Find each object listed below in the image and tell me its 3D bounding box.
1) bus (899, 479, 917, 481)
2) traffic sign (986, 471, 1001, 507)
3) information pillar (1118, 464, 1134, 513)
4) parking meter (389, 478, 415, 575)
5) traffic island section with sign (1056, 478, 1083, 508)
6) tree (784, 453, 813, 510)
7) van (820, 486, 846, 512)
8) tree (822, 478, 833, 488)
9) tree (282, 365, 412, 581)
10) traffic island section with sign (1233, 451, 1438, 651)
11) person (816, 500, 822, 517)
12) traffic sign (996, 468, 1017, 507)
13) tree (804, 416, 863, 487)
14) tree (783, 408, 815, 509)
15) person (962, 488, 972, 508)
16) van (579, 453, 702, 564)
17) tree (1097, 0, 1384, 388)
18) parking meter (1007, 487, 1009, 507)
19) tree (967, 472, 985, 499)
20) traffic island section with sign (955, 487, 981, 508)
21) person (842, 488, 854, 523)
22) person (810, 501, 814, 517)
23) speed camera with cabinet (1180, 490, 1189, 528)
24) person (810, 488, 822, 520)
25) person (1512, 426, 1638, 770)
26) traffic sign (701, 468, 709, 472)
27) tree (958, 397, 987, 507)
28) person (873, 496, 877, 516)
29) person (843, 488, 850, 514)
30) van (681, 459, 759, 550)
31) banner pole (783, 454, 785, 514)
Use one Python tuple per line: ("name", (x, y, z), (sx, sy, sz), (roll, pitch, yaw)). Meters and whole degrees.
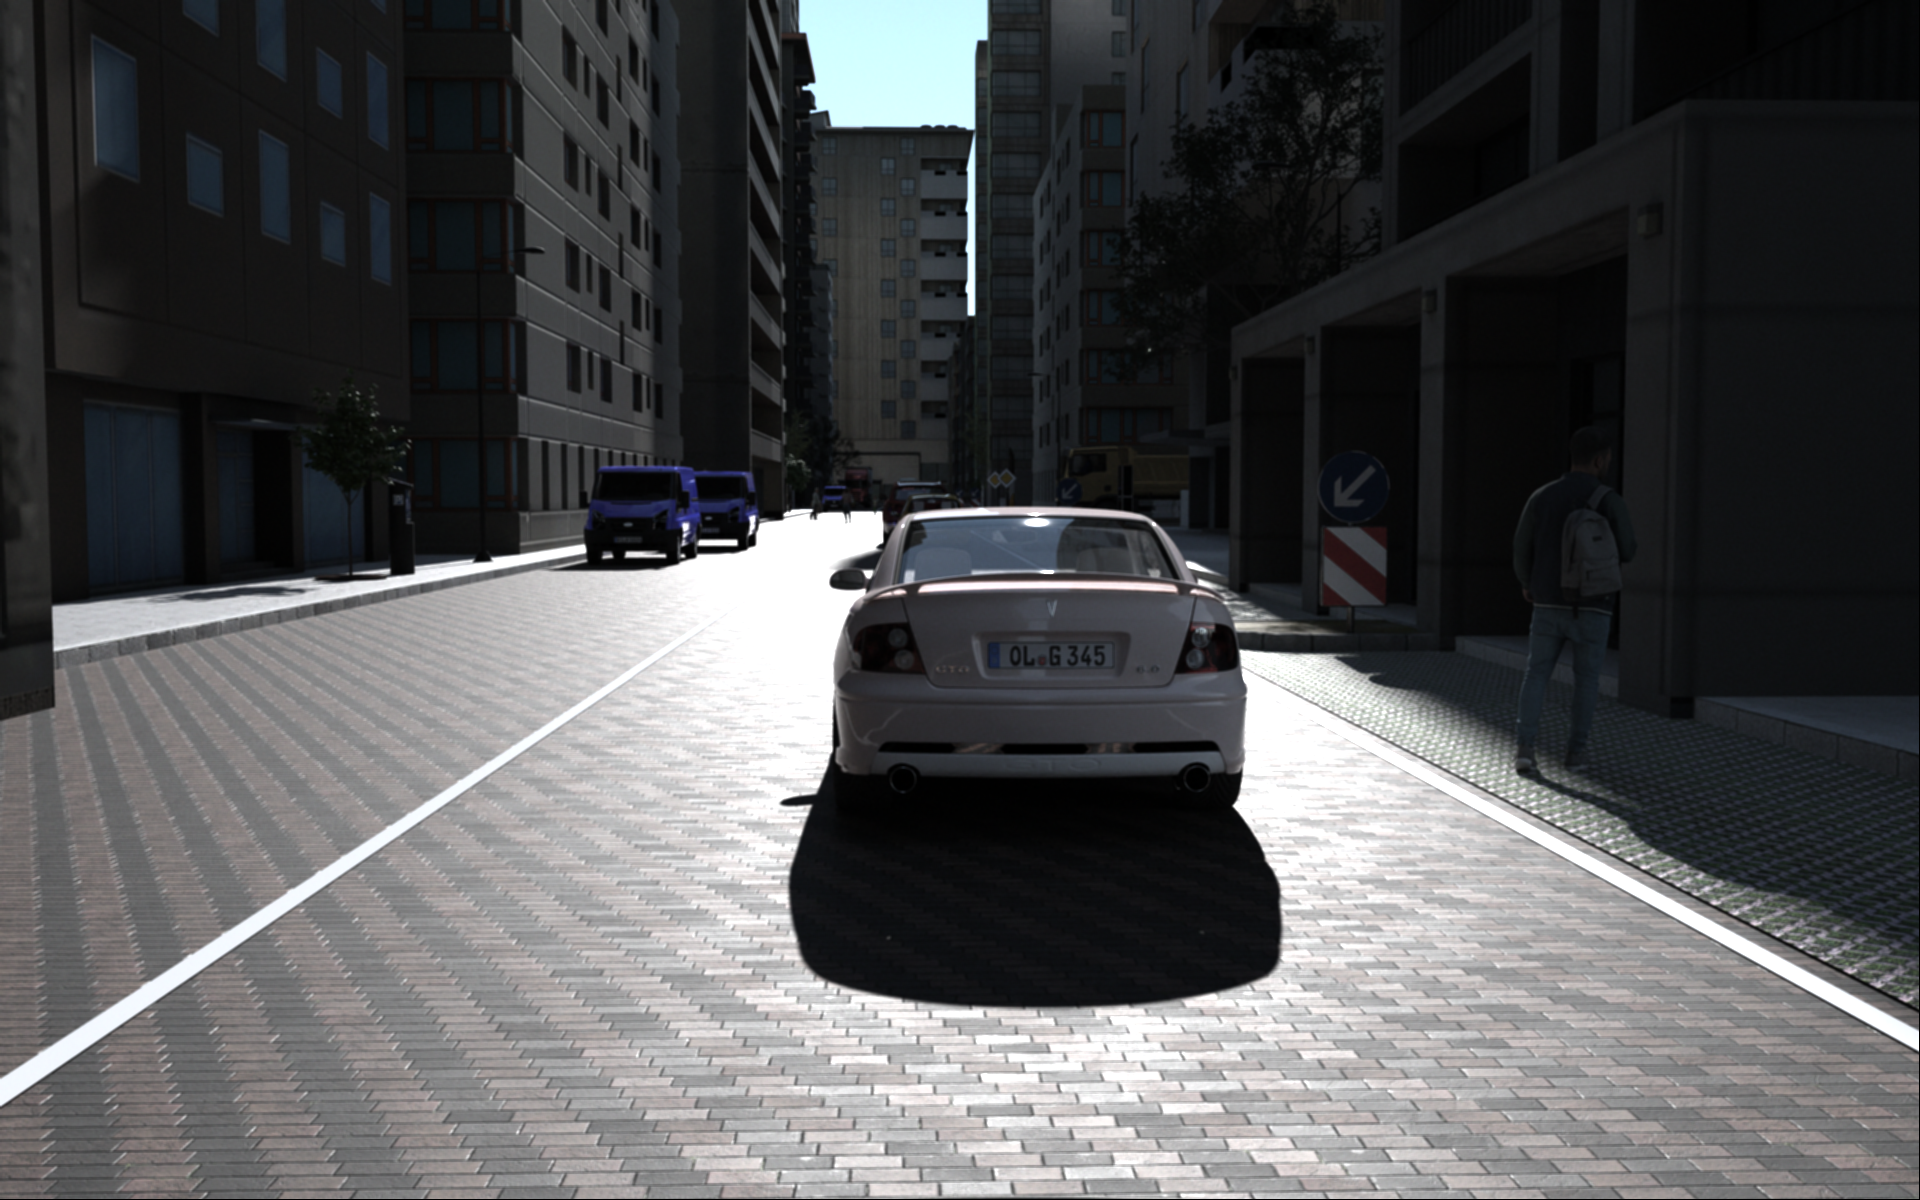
("bus", (-6.227, -13.307, 212.430), (2.948, 3.499, 13.247), (0, 3, 0))
("traffic sign", (1.513, -4.330, 74.431), (0.795, 2.450, 0.064), (0, 4, -2))
("information pillar", (4.066, -2.328, 42.557), (0.304, 2.012, 0.304), (-1, 4, -15))
("parking meter", (-8.940, -1.182, 27.735), (0.372, 1.533, 0.369), (0, 3, 0))
("traffic island section with sign", (2.572, -2.136, 43.559), (1.989, 1.847, 2.006), (0, 4, -2))
("tree", (-13.567, -9.537, 139.639), (4.285, 4.588, 4.351), (0, 3, 0))
("van", (-9.844, -8.098, 136.793), (2.240, 2.365, 5.245), (0, 4, -2))
("tree", (-15.630, -13.051, 207.979), (1.663, 3.219, 1.824), (0, 3, 0))
("tree", (-9.053, -1.923, 26.040), (1.663, 3.219, 1.824), (0, 3, 0))
("traffic island section with sign", (3.471, -0.489, 16.619), (1.989, 1.847, 2.006), (0, 4, -2))
("person", (-9.017, -5.939, 110.623), (0.505, 1.210, 0.382), (1, 4, 15))
("traffic sign", (1.779, -3.841, 66.450), (0.795, 2.450, 0.064), (0, 4, -2))
("tree", (-15.429, -16.410, 202.716), (8.767, 10.594, 7.601), (0, 4, 3))
("tree", (-14.279, -11.961, 145.927), (4.737, 8.622, 4.395), (0, 3, 0))
("person", (0.397, -5.060, 91.777), (0.519, 1.759, 0.362), (1, 4, 18))
("van", (-6.750, -2.001, 37.102), (2.240, 2.365, 5.245), (0, 4, -3))
("tree", (5.885, -5.954, 31.762), (7.601, 10.594, 8.767), (3, 5, 44))
("parking meter", (2.754, -5.612, 97.470), (0.255, 1.863, 0.399), (2, 4, 26))
("tree", (1.658, -9.653, 152.422), (1.663, 3.219, 1.824), (0, 3, 0))
("traffic island section with sign", (0.717, -5.533, 99.094), (1.989, 1.847, 2.006), (0, 4, -2))
("person", (-5.536, -4.661, 85.299), (0.593, 1.750, 0.643), (0, 4, 1))
("person", (-9.136, -5.799, 108.336), (0.505, 1.210, 0.382), (-3, 5, -42))
("speed camera with cabinet", (9.390, -4.433, 66.816), (2.038, 3.252, 0.660), (-3, 5, -41))
("person", (-8.056, -5.380, 96.941), (0.515, 1.767, 0.782), (-2, 4, -29))
("person", (3.158, -0.005, 8.927), (0.623, 1.781, 0.721), (2, 4, 24))
("traffic sign", (-9.709, -3.819, 66.088), (0.795, 2.450, 0.064), (0, 4, -2))
("tree", (1.956, -11.163, 132.883), (4.737, 8.622, 4.395), (0, 3, 0))
("person", (-5.607, -6.223, 114.502), (0.306, 1.304, 0.590), (1, 4, 11))
("person", (-8.208, -7.201, 126.035), (0.655, 1.846, 0.447), (3, 4, 39))
("van", (-6.461, -2.549, 46.056), (2.240, 2.365, 5.245), (0, 4, -3))
("banner pole", (-11.071, -7.253, 108.600), (0.401, 3.779, 0.863), (0, 4, 3))
